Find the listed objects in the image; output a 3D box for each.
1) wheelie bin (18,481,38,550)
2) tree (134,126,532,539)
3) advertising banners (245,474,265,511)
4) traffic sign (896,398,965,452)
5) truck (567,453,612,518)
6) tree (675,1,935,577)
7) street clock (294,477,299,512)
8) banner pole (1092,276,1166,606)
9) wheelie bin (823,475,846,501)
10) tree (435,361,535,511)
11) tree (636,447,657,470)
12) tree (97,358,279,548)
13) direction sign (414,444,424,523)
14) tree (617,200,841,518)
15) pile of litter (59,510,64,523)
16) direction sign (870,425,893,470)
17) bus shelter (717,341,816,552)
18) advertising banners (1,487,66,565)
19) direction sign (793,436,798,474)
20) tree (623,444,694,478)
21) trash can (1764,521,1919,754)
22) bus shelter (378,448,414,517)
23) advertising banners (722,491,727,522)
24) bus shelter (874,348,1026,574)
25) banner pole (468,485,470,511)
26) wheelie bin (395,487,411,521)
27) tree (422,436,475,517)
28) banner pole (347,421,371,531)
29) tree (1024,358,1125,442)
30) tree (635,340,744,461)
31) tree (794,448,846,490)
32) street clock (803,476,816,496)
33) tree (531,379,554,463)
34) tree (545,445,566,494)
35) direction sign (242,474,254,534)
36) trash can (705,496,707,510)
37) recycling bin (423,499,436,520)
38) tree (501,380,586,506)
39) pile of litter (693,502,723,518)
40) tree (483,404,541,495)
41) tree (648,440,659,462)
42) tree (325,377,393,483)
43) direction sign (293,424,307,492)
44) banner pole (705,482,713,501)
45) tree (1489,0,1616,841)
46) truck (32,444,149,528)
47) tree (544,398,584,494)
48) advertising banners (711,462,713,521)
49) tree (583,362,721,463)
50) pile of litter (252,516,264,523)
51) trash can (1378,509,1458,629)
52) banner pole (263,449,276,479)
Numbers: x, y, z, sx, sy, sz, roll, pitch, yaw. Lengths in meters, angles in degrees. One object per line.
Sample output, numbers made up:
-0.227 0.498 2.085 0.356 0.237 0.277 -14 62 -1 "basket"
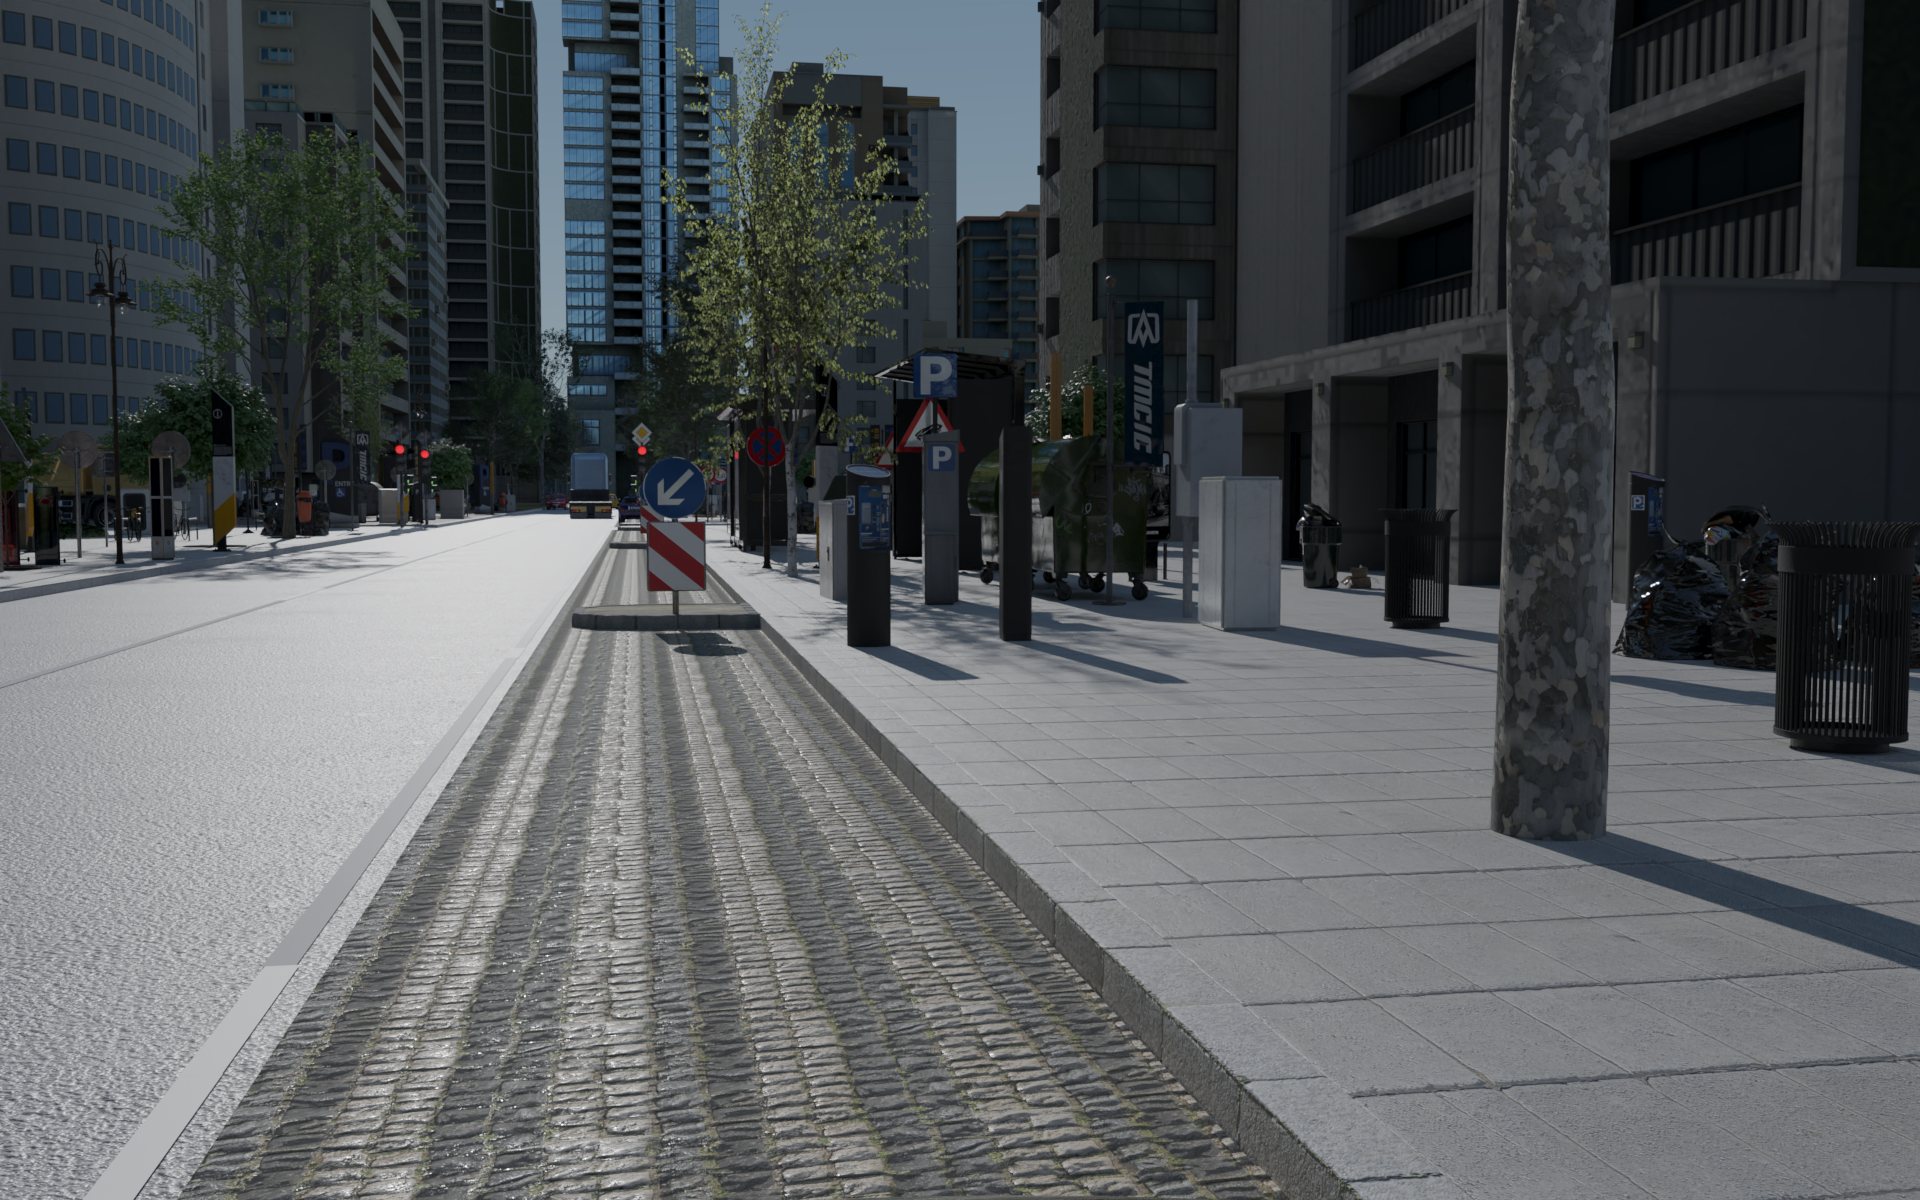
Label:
-21.726 -1.972 40.156 0.980 1.594 0.693 -2 4 -31 "wheelie bin"
-19.243 -7.560 49.360 9.928 11.665 9.643 0 3 0 "tree"
-40.829 -6.374 100.399 2.074 3.025 0.090 2 4 33 "advertising banners"
-0.378 -1.345 21.992 0.884 2.594 0.081 -1 4 -8 "traffic sign"
-23.292 -7.293 108.997 2.967 4.110 18.799 -1 4 -12 "truck"
-2.544 -4.649 26.381 4.360 8.622 3.978 0 3 0 "tree"
-28.203 -4.216 73.505 0.358 2.002 0.471 2 4 30 "street clock"
1.949 -1.828 19.903 0.863 3.779 0.401 1 4 20 "banner pole"
-1.876 -1.281 28.851 0.980 1.594 0.693 3 5 40 "wheelie bin"
-33.765 -11.505 122.523 8.767 10.594 7.601 2 4 35 "tree"
-29.316 -13.371 168.979 4.737 8.622 4.395 0 3 0 "tree"
-18.145 -3.569 42.061 4.285 4.588 4.351 0 3 0 "tree"
-24.344 -5.257 77.953 0.379 3.537 0.876 1 4 9 "direction sign"
-7.480 -7.433 55.947 7.601 10.594 8.767 -1 4 -22 "tree"
-30.304 -2.724 58.506 1.176 0.858 1.719 -1 4 -23 "pile of litter"
-2.530 -3.950 56.574 0.876 3.537 0.379 1 4 23 "direction sign"
-4.809 -3.974 42.607 2.179 5.291 8.768 -1 4 -10 "bus shelter"
-17.190 -2.141 31.200 2.074 3.025 0.090 0 4 2 "advertising banners"
-6.775 -4.627 67.651 0.876 3.537 0.379 -1 4 -13 "direction sign"
-36.650 -18.143 213.641 9.611 12.733 9.660 0 3 0 "tree"
4.448 0.179 8.726 0.748 1.137 0.748 0 3 0 "trash can"
-29.111 -6.078 90.652 1.731 3.624 6.357 -1 4 -11 "bus shelter"
-10.608 -5.118 79.871 0.090 3.025 2.074 -2 4 -25 "advertising banners"
-0.261 -2.430 31.013 1.731 3.624 6.357 -1 4 -11 "bus shelter"
-37.481 -8.667 131.715 0.401 3.779 0.863 -3 5 -43 "banner pole"
-26.655 -4.568 82.601 0.980 1.594 0.693 2 4 27 "wheelie bin"
-28.969 -6.957 97.459 4.285 4.588 4.351 0 3 0 "tree"
-20.777 -4.271 59.841 0.863 3.779 0.401 -1 4 -20 "banner pole"
3.167 -3.562 41.951 4.285 4.588 4.351 0 3 0 "tree"
-17.913 -11.566 114.860 9.928 11.665 9.643 0 3 0 "tree"
-10.240 -8.447 121.828 4.285 4.588 4.351 0 3 0 "tree"
-5.944 -3.913 68.544 0.471 2.002 0.358 1 4 17 "street clock"
-37.192 -13.298 143.176 9.928 11.665 9.643 0 3 0 "tree"
-47.765 -15.385 201.908 4.360 8.622 3.978 0 3 0 "tree"
-23.222 -3.939 56.401 0.379 3.537 0.876 -2 4 -29 "direction sign"
-17.477 -6.508 118.052 0.748 1.137 0.748 0 3 0 "trash can"
-26.591 -4.507 86.237 0.722 1.027 0.722 -3 5 -42 "recycling bin"
-46.479 -17.462 192.154 9.857 13.997 8.962 0 3 0 "tree"
-13.749 -4.909 94.226 1.719 0.858 1.176 2 4 33 "pile of litter"
-34.548 -11.151 132.677 4.360 8.622 3.978 0 3 0 "tree"
-20.025 -10.522 122.401 4.360 8.622 3.978 0 3 0 "tree"
-35.181 -9.284 102.157 4.737 8.622 4.395 0 3 0 "tree"
-21.537 -3.945 56.495 0.876 3.537 0.379 3 5 39 "direction sign"
-19.643 -8.873 135.087 0.863 3.779 0.401 -2 4 -27 "banner pole"
2.965 -9.259 7.278 12.611 20.169 13.585 0 3 0 "tree"
-35.019 -4.364 67.274 9.791 3.379 3.469 -1 4 -10 "truck"
-50.369 -18.853 218.611 12.009 13.543 11.850 0 3 0 "tree"
-11.948 -5.332 83.364 0.090 3.025 2.074 -1 4 -8 "advertising banners"
-26.048 -14.873 153.546 12.009 13.543 11.850 0 3 0 "tree"
-30.954 -3.906 77.828 1.719 0.858 1.176 -1 4 -14 "pile of litter"
4.394 -0.305 16.647 0.748 1.137 0.748 0 3 0 "trash can"
-38.051 -6.461 95.652 0.863 3.779 0.401 -2 4 -30 "banner pole"
